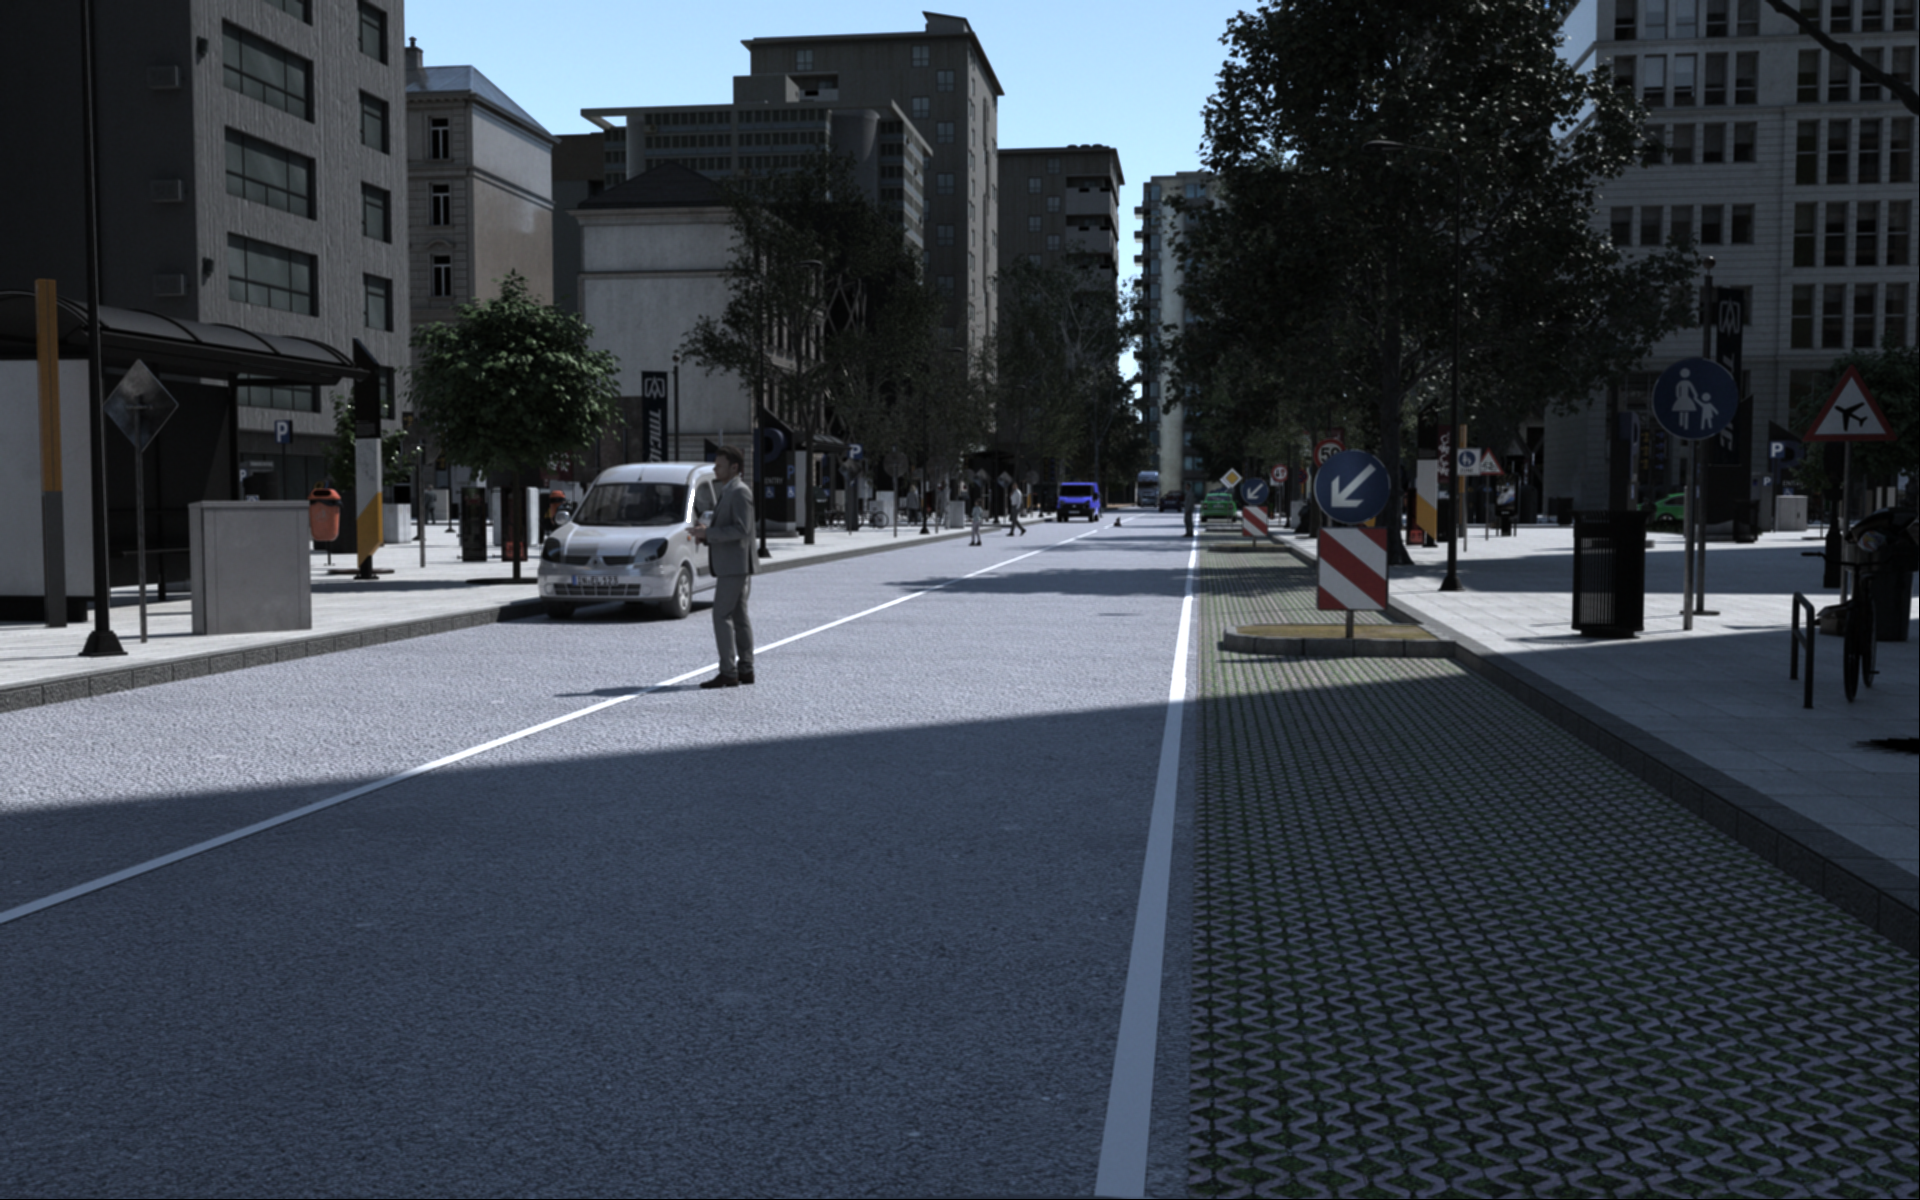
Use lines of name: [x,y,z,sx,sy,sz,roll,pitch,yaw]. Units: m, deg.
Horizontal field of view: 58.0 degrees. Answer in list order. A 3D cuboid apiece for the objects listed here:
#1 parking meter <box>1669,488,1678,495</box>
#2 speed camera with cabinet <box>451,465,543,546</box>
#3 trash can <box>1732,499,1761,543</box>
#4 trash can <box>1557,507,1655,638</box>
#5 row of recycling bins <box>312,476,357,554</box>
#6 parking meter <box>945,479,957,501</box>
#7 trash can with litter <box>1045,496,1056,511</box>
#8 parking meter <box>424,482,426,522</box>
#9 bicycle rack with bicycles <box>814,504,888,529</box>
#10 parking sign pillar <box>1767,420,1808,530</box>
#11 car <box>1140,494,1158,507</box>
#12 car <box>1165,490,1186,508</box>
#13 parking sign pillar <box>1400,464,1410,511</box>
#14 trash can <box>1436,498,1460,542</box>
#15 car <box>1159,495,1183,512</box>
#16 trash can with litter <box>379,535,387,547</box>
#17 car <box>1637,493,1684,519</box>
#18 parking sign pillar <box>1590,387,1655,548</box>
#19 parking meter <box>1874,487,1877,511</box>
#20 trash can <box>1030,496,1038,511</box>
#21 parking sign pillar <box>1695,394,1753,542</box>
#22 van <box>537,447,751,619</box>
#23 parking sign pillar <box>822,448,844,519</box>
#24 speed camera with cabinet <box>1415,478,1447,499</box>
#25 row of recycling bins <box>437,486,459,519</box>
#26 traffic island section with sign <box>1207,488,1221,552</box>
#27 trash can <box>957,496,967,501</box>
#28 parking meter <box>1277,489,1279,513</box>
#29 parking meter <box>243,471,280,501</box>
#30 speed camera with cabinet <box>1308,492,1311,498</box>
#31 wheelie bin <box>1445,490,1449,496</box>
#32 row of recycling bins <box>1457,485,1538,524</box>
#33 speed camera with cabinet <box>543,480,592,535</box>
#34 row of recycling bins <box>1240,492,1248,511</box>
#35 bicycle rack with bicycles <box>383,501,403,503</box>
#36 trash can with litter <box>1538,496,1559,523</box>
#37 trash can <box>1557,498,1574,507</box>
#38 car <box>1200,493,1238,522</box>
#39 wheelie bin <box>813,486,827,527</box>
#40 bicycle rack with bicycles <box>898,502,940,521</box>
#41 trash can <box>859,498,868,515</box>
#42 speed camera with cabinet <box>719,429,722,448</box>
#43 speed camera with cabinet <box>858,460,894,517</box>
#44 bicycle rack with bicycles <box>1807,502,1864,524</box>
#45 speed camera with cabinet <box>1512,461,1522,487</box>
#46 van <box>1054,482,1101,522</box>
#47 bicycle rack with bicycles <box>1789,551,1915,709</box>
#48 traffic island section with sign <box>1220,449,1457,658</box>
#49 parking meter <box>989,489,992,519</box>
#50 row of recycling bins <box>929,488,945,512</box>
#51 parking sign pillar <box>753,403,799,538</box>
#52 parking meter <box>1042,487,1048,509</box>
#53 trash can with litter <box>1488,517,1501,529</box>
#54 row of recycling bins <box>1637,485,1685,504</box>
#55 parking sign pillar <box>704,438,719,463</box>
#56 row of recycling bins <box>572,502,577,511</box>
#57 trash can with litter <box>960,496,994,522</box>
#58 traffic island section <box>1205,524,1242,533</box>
parking meter: [29.293,-3.837,71.138,0.372,1.533,0.369,0,3,0]
speed camera with cabinet: [-11.486,-2.964,42.796,2.038,3.252,0.660,1,4,10]
trash can: [20.618,-2.067,45.452,0.748,1.137,0.748,0,3,0]
trash can: [5.835,-0.240,15.578,0.748,1.137,0.748,0,3,0]
row of recycling bins: [-13.754,-1.931,38.677,1.069,1.692,3.534,-2,4,-28]
parking meter: [-0.340,-3.715,66.453,0.399,1.863,0.255,3,5,40]
trash can with litter: [6.441,-6.776,122.179,0.624,1.170,1.055,-2,4,-29]
parking meter: [-24.439,-4.467,78.746,0.255,1.863,0.399,0,4,-7]
bicycle rack with bicycles: [-4.423,-3.086,63.832,2.925,0.926,2.852,1,4,22]
parking sign pillar: [29.876,-4.529,62.522,1.447,3.967,1.447,1,4,16]
car: [20.750,-10.902,190.242,2.014,1.417,4.499,0,4,8]
car: [22.614,-10.576,181.592,2.281,1.827,5.304,0,4,8]
parking sign pillar: [33.549,-8.760,131.690,1.447,3.967,1.447,-1,4,-18]
trash can: [13.416,-2.263,48.658,0.748,1.137,0.748,0,3,0]
car: [16.853,-7.703,138.525,1.945,1.354,3.894,1,4,9]
trash can with litter: [-14.370,-1.862,41.830,0.624,1.170,1.055,1,4,14]
car: [28.530,-3.558,66.966,4.718,1.807,1.959,1,4,9]
parking sign pillar: [15.886,-3.238,41.409,1.447,3.967,1.447,2,4,31]
parking meter: [40.858,-4.362,77.030,0.399,1.863,0.255,2,4,28]
trash can: [5.515,-7.229,129.854,0.748,1.137,0.748,0,3,0]
parking sign pillar: [20.711,-3.578,46.966,1.447,3.967,1.447,0,4,7]
van: [-3.783,-0.872,21.267,2.013,2.044,4.112,0,4,8]
parking sign pillar: [-6.402,-5.872,84.473,1.447,3.967,1.447,0,4,7]
speed camera with cabinet: [25.727,-6.101,94.090,0.660,3.252,2.038,-3,4,-38]
row of recycling bins: [-26.018,-5.102,90.534,1.069,1.692,3.534,1,4,22]
traffic island section with sign: [7.195,-2.104,43.031,1.989,1.847,2.006,0,4,8]
trash can: [0.211,-5.935,108.683,0.748,1.137,0.748,0,3,0]
parking meter: [21.603,-6.806,116.984,0.255,1.863,0.399,-2,4,-29]
parking meter: [-7.670,-0.650,19.046,0.372,1.533,0.369,0,3,0]
speed camera with cabinet: [30.518,-9.305,146.470,2.038,3.252,0.660,-1,4,-15]
wheelie bin: [24.768,-4.835,86.960,0.980,1.594,0.693,-3,5,-41]
row of recycling bins: [23.103,-4.141,74.824,3.534,1.692,1.069,0,4,1]
speed camera with cabinet: [-12.324,-3.685,54.579,2.038,3.252,0.660,1,4,12]
row of recycling bins: [23.017,-7.911,136.458,1.069,1.692,3.534,2,4,29]
bicycle rack with bicycles: [-39.894,-6.341,117.063,2.925,0.926,2.852,2,4,32]
trash can with litter: [26.027,-4.040,77.111,2.233,1.210,1.678,-1,4,-8]
trash can: [24.869,-3.641,71.188,0.748,1.137,0.748,0,3,0]
car: [13.270,-4.888,88.718,1.959,1.807,4.718,1,4,9]
wheelie bin: [-5.628,-3.626,67.197,0.693,1.594,0.980,3,5,41]
bicycle rack with bicycles: [-2.242,-4.248,82.837,2.925,0.926,2.852,0,4,5]
trash can: [-5.943,-5.783,106.205,0.748,1.137,0.748,0,3,0]
speed camera with cabinet: [-7.872,-3.589,53.011,0.660,3.252,2.038,-3,5,-42]
speed camera with cabinet: [-4.618,-6.225,96.120,2.038,3.252,0.660,-1,4,-23]
bicycle rack with bicycles: [36.961,-3.708,74.012,2.925,0.926,2.852,-1,4,-19]
speed camera with cabinet: [33.123,-6.679,103.543,0.660,3.252,2.038,2,4,27]
van: [6.129,-5.209,89.557,2.240,2.365,5.245,1,4,9]
bicycle rack with bicycles: [6.424,0.151,10.906,2.852,0.926,2.925,2,4,24]
traffic island section with sign: [3.464,-0.456,16.086,1.989,1.847,2.006,0,4,8]
parking meter: [1.464,-4.996,90.100,0.372,1.533,0.369,0,3,0]
row of recycling bins: [-1.810,-7.132,123.716,1.069,1.692,3.534,-2,4,-33]
parking sign pillar: [-5.466,-3.816,50.867,1.447,3.967,1.447,2,4,34]
parking meter: [6.726,-8.056,137.428,0.399,1.863,0.255,-1,4,-13]
trash can with litter: [19.830,-3.207,63.816,0.624,1.170,1.055,-1,4,-16]
row of recycling bins: [30.776,-4.268,76.887,3.534,1.692,1.069,-1,4,-21]
parking sign pillar: [-11.554,-5.778,82.936,1.447,3.967,1.447,-1,4,-17]
row of recycling bins: [-12.209,-3.161,58.801,1.069,1.692,3.534,-3,5,-41]
trash can with litter: [0.664,-4.159,79.057,2.233,1.210,1.678,-1,4,-22]
traffic island section: [10.311,-2.648,65.578,2.009,0.180,2.903,0,4,8]
